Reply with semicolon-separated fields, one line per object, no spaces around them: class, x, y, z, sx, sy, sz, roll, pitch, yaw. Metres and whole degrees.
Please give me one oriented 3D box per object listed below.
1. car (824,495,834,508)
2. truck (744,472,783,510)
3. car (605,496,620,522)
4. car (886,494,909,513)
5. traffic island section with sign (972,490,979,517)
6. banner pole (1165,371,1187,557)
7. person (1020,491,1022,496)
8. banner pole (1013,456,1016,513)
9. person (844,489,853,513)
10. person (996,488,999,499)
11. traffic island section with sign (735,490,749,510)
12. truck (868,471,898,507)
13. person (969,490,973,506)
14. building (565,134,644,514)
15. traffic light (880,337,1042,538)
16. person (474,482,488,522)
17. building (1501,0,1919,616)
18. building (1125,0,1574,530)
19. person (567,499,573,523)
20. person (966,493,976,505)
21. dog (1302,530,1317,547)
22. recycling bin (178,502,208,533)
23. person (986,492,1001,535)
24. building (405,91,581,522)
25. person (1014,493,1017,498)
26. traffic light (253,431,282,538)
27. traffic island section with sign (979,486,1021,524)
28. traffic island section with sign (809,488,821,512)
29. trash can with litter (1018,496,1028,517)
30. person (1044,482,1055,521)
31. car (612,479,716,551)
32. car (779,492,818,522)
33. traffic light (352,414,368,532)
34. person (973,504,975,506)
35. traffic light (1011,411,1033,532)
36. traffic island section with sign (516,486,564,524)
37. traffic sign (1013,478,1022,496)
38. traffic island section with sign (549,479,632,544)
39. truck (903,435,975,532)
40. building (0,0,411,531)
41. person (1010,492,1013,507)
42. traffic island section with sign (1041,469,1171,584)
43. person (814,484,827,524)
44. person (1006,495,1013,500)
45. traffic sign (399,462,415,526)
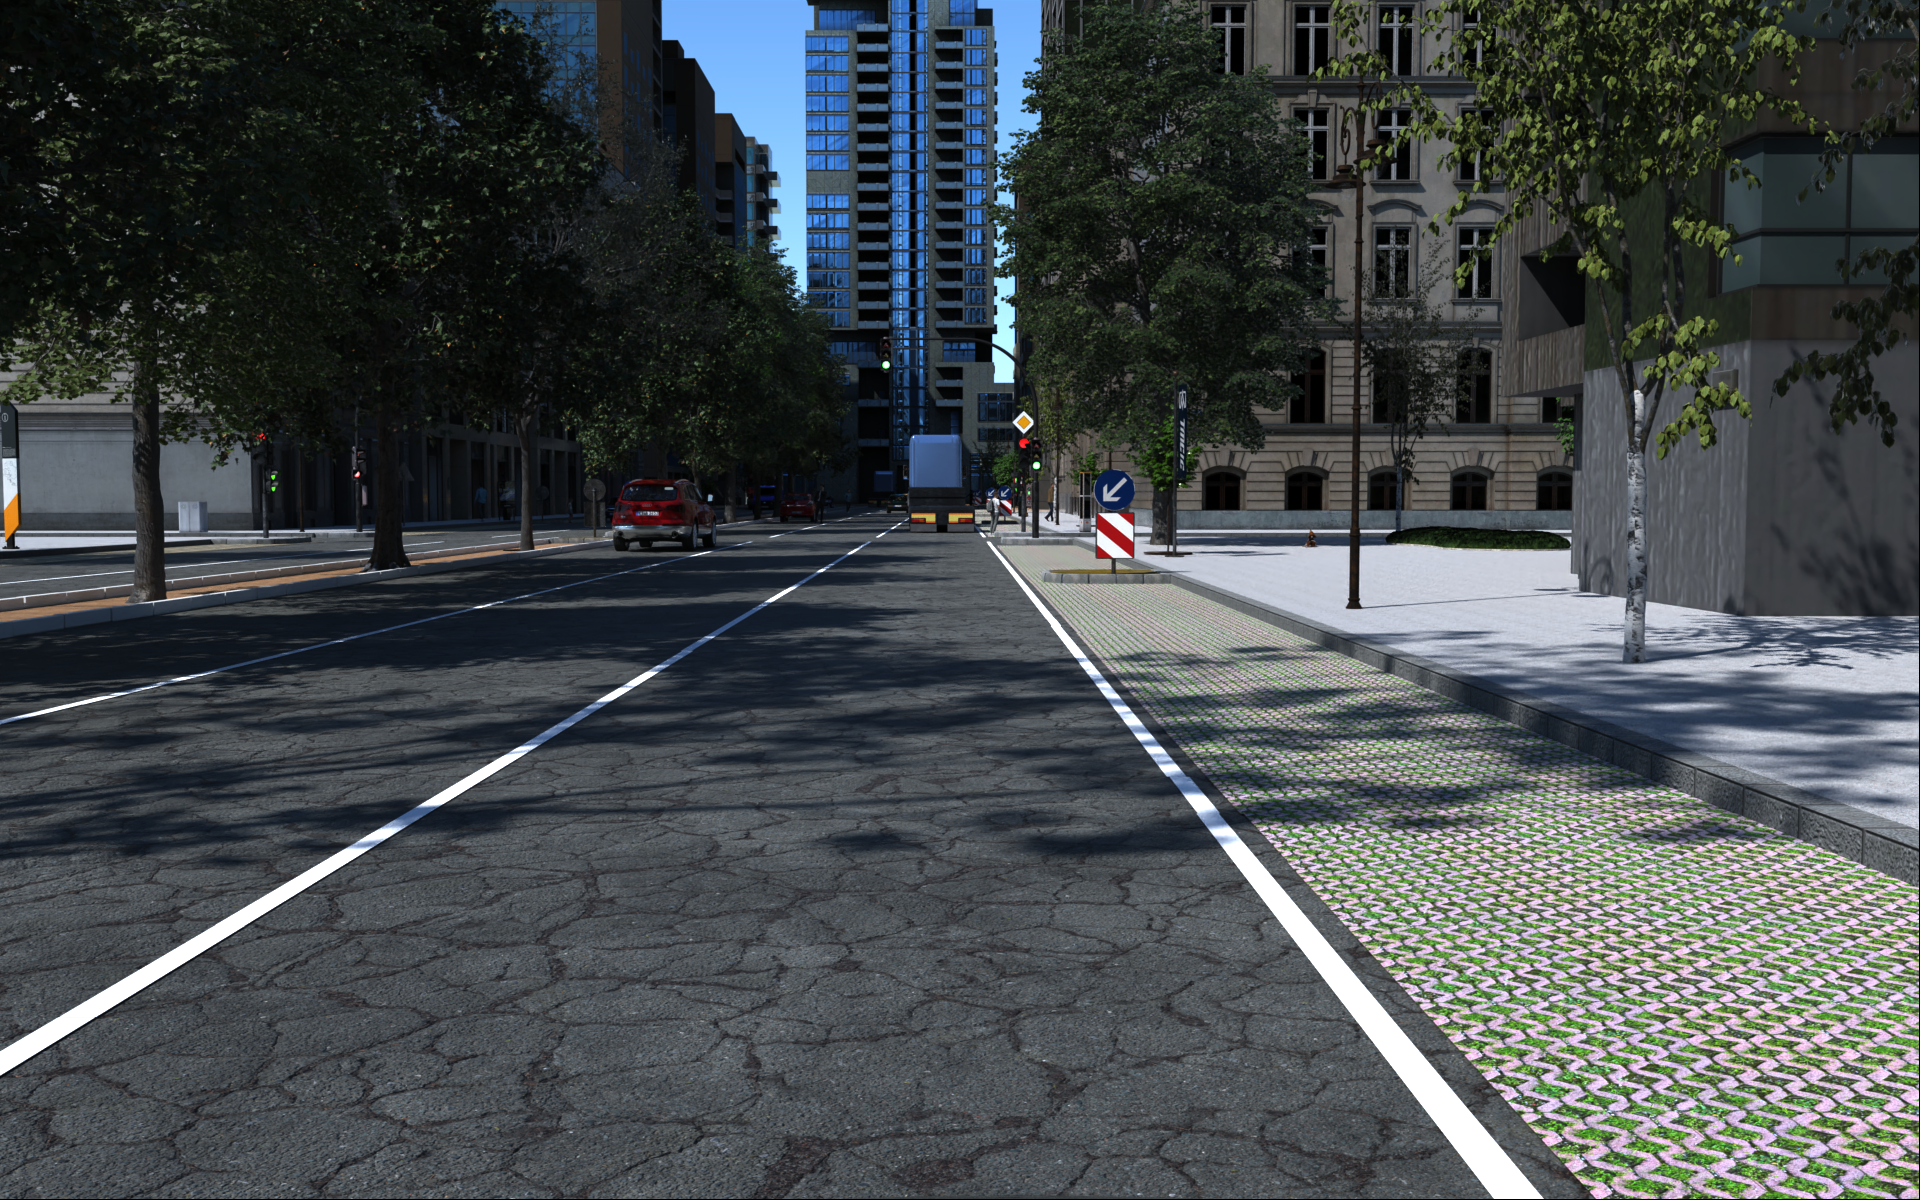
car;-13.948;-10.162;178.728;1.945;1.354;3.894;0;4;-1
truck;-17.876;-10.387;158.739;2.839;4.237;11.283;0;4;-1
car;-17.430;-4.693;89.317;1.945;1.354;3.894;0;3;0
car;-4.591;-7.325;129.552;2.009;1.686;4.222;0;4;0
traffic island section with sign;1.861;-6.206;110.098;1.989;1.847;2.006;0;4;0
banner pole;4.431;-2.751;34.991;0.401;3.779;0.863;-1;4;-14
person;4.308;-6.815;118.012;0.519;1.759;0.362;1;4;17
banner pole;3.607;-7.626;114.706;0.401;3.779;0.863;1;4;14
person;-8.556;-7.573;132.330;0.660;1.820;0.620;-3;5;-44
person;3.330;-9.137;155.065;0.705;1.869;1.348;0;4;2
traffic island section with sign;-20.559;-9.299;160.661;1.989;1.847;2.006;0;4;0
truck;-8.762;-12.586;195.533;2.967;4.110;18.799;0;4;0
person;1.104;-10.103;173.318;0.705;1.869;1.348;0;4;-5
building;-30.358;-18.660;123.120;12.078;24.808;19.932;0;4;0
traffic light;0.087;-4.625;50.292;4.771;5.953;1.251;0;4;0
person;-22.213;-4.550;80.449;0.620;1.820;0.660;3;4;36
building;15.198;-15.439;24.129;14.160;30.474;14.107;0;4;0
building;24.197;-15.142;66.657;34.723;24.649;14.460;0;4;0
person;-19.289;-4.398;85.426;0.382;1.210;0.505;-2;4;-28
person;1.255;-11.309;193.544;1.348;1.807;0.705;-1;4;-10
dog;8.443;-1.484;42.007;0.748;0.427;0.550;-3;5;-39
recycling bin;-25.595;-2.768;57.816;0.722;1.027;0.722;0;4;-6
person;1.178;-3.013;60.361;0.503;1.515;0.523;0;4;6
building;-34.279;-17.793;95.430;19.350;26.468;34.151;0;4;0
person;5.476;-10.187;175.832;0.697;1.427;0.421;1;4;15
traffic light;-20.182;-3.754;50.296;0.839;4.253;0.868;0;4;0
traffic island section with sign;2.030;-4.558;83.144;1.989;1.847;2.006;0;4;0
traffic island section with sign;-11.325;-7.653;133.265;2.006;1.907;1.989;0;4;0
trash can with litter;3.648;-5.308;98.165;0.624;1.170;1.055;-1;4;-15
person;4.281;-4.597;81.115;0.656;1.842;0.836;3;5;44
car;-7.626;-2.219;44.957;2.281;1.827;5.304;0;4;1
car;-8.328;-4.936;89.740;2.155;1.783;4.494;0;4;-2
traffic light;-18.139;-5.117;58.329;4.771;5.953;1.251;0;4;0
person;1.698;-12.319;210.720;0.742;1.727;0.445;-1;4;-19
traffic light;2.131;-4.251;58.431;0.839;4.253;0.868;0;4;0
traffic island section with sign;-20.089;-4.550;83.021;1.989;1.847;2.006;0;4;0
traffic sign;3.871;-6.909;113.067;0.768;2.556;0.104;0;4;8
traffic island section with sign;-10.828;-2.605;50.721;2.006;1.907;1.989;0;4;0
truck;-0.932;-5.082;72.853;2.967;4.110;18.799;0;4;-2
building;-29.482;-13.439;68.873;9.793;20.994;18.267;0;4;0
person;4.895;-9.834;167.382;0.990;1.755;0.434;-3;5;-40
traffic island section with sign;2.352;-1.208;28.382;1.989;1.847;2.006;0;4;0
person;-6.758;-4.656;83.996;0.648;1.900;0.474;-1;4;-8
person;4.152;-8.885;151.452;1.348;1.807;0.705;3;4;39
traffic sign;-22.176;-4.221;69.010;0.884;2.594;0.081;0;3;0
